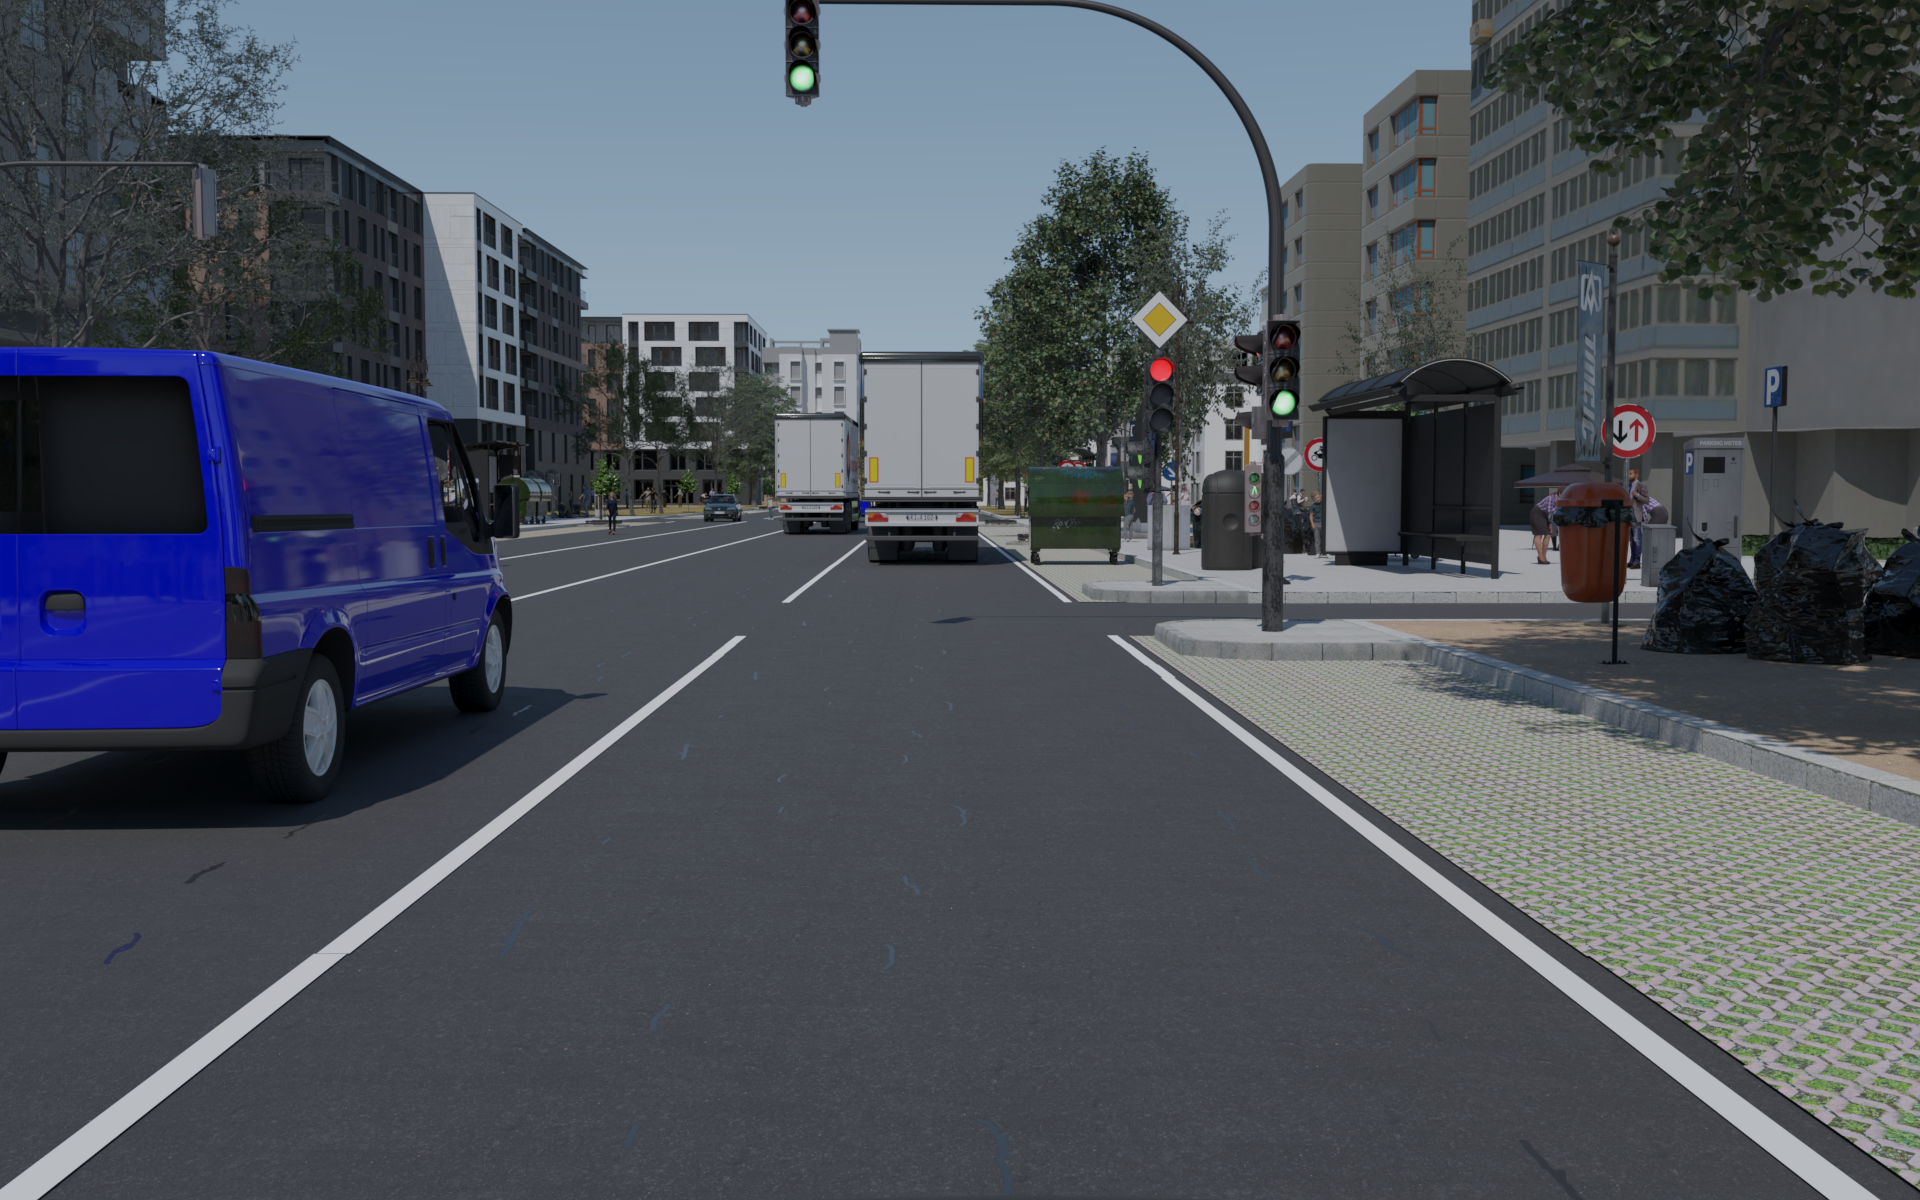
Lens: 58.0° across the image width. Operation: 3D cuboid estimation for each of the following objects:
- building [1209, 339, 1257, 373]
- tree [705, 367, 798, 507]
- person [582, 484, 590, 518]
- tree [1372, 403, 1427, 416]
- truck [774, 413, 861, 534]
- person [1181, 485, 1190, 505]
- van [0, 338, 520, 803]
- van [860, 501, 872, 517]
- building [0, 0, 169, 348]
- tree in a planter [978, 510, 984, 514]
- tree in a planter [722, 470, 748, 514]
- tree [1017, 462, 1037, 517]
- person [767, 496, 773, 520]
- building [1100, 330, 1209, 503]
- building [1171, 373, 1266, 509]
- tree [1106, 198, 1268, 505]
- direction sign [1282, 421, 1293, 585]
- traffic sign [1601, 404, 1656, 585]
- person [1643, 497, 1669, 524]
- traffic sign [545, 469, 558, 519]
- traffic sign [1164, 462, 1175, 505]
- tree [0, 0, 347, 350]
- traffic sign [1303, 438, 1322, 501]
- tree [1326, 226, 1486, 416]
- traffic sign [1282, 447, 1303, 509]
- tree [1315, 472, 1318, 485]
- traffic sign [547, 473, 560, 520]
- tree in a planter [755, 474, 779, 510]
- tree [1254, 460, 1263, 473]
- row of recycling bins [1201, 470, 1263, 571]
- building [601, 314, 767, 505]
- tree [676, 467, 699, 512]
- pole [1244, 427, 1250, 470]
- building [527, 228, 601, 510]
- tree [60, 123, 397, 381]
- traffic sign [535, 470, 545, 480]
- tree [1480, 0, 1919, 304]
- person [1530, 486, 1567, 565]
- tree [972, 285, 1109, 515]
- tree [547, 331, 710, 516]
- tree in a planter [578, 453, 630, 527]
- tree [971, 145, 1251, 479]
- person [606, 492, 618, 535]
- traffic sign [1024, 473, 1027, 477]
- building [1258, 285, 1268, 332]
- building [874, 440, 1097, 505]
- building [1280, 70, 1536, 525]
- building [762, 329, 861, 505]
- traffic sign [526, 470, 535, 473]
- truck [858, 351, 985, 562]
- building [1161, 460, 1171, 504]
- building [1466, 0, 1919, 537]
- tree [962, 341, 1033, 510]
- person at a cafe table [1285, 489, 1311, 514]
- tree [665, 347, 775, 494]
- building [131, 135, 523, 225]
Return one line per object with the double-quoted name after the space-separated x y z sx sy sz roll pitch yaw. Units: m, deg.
44.357 -20.771 206.057 31.486 18.905 16.747 0 4 -1 "building"
-20.763 -16.324 173.551 9.857 13.997 8.962 0 3 0 "tree"
-20.383 -5.391 94.311 0.434 1.807 0.598 2 4 28 "person"
13.955 -4.359 54.987 4.285 4.588 4.351 0 3 0 "tree"
-5.188 -4.683 65.477 2.839 4.237 11.283 0 4 0 "truck"
10.817 -4.697 83.500 0.551 1.740 0.621 0 4 3 "person"
-3.946 -0.322 9.657 2.240 2.365 5.245 0 4 -2 "van"
-5.397 -5.170 88.919 2.240 2.365 5.245 0 4 -1 "van"
-46.212 -28.835 60.690 28.713 52.752 27.495 0 4 -1 "building"
0.767 -7.871 125.910 1.991 3.239 1.994 0 4 -1 "tree in a planter"
-16.457 -7.850 125.563 1.991 3.239 1.994 0 4 -1 "tree in a planter"
4.135 -6.130 94.831 1.663 3.219 1.824 0 3 0 "tree"
-10.542 -5.135 96.367 0.435 1.345 0.340 2 4 24 "person"
22.766 -21.359 205.646 11.380 20.091 16.016 0 4 -1 "building"
21.395 -10.897 120.309 9.099 9.664 28.070 0 4 -1 "building"
5.821 -5.736 44.146 4.360 8.622 3.978 0 3 0 "tree"
4.519 -1.991 24.552 0.379 3.537 0.876 -1 4 -13 "direction sign"
9.425 -1.493 24.519 0.768 2.556 0.104 0 4 1 "traffic sign"
12.367 -1.339 31.161 0.697 1.427 0.421 3 5 39 "person"
-20.967 -5.438 89.013 0.768 2.556 0.104 0 4 7 "traffic sign"
8.327 -4.165 68.208 0.768 2.556 0.104 0 4 7 "traffic sign"
-16.987 -7.481 32.687 12.009 13.543 11.850 0 3 0 "tree"
8.127 -2.385 39.108 0.768 2.556 0.104 0 4 3 "traffic sign"
12.283 -5.902 46.856 4.360 8.622 3.978 0 3 0 "tree"
8.924 -2.873 47.084 0.768 2.556 0.104 0 4 -1 "traffic sign"
13.596 -4.124 62.024 1.663 3.219 1.824 0 3 0 "tree"
-20.125 -5.117 85.794 0.606 2.300 0.079 0 4 2 "traffic sign"
-17.008 -9.523 152.917 1.991 3.239 1.994 0 4 -1 "tree in a planter"
16.605 -6.334 98.163 1.663 3.219 1.824 0 3 0 "tree"
5.002 -1.433 30.550 1.069 1.692 3.534 1 4 19 "row of recycling bins"
-40.579 -22.386 209.989 32.646 21.610 27.936 0 4 -1 "building"
-19.294 -7.804 122.192 1.663 3.219 1.824 0 3 0 "tree"
8.301 -3.446 50.183 0.158 3.312 0.155 0 3 0 "pole"
-49.725 -18.512 146.647 32.646 21.610 27.936 0 4 -1 "building"
-18.026 -6.635 42.888 8.767 10.594 7.601 0 4 -4 "tree"
-22.793 -5.713 93.507 0.768 2.556 0.104 0 4 3 "traffic sign"
5.791 -6.170 7.529 9.857 13.997 8.962 0 3 0 "tree"
10.684 -1.353 31.390 0.421 1.427 0.697 -3 5 -45 "person"
4.059 -10.342 87.211 7.486 12.596 7.792 0 3 0 "tree"
-19.062 -10.070 99.064 7.601 10.594 8.767 2 4 25 "tree"
-15.472 -4.779 75.360 1.991 3.239 1.994 0 4 -1 "tree in a planter"
4.674 -8.569 57.103 9.611 12.733 9.660 0 3 0 "tree"
-12.259 -3.050 60.902 0.480 1.512 0.613 -3 5 -39 "person"
3.993 -6.024 98.591 0.768 2.556 0.104 0 4 5 "traffic sign"
33.390 -18.221 154.333 11.380 20.091 16.016 0 4 -1 "building"
3.117 -15.887 201.894 28.070 9.664 9.099 0 4 -1 "building"
32.085 -14.711 85.570 27.650 21.520 28.899 0 4 -1 "building"
-17.342 -21.296 204.607 11.380 20.091 16.016 0 4 -1 "building"
-22.910 -5.650 92.489 0.768 2.556 0.104 0 4 2 "traffic sign"
-0.796 -3.104 39.657 2.839 4.237 11.283 0 4 0 "truck"
21.086 -12.610 148.326 9.099 9.664 28.070 0 4 -1 "building"
30.362 -22.097 53.173 23.993 40.220 32.217 0 4 -1 "building"
3.522 -14.456 143.013 9.857 13.997 8.962 0 3 0 "tree"
17.223 -5.010 90.430 1.698 1.524 1.622 -3 4 -39 "person at a cafe table"
-20.474 -14.336 144.757 12.009 13.543 11.850 0 3 0 "tree"
-46.687 -16.580 115.060 27.936 21.610 32.646 0 4 -1 "building"
